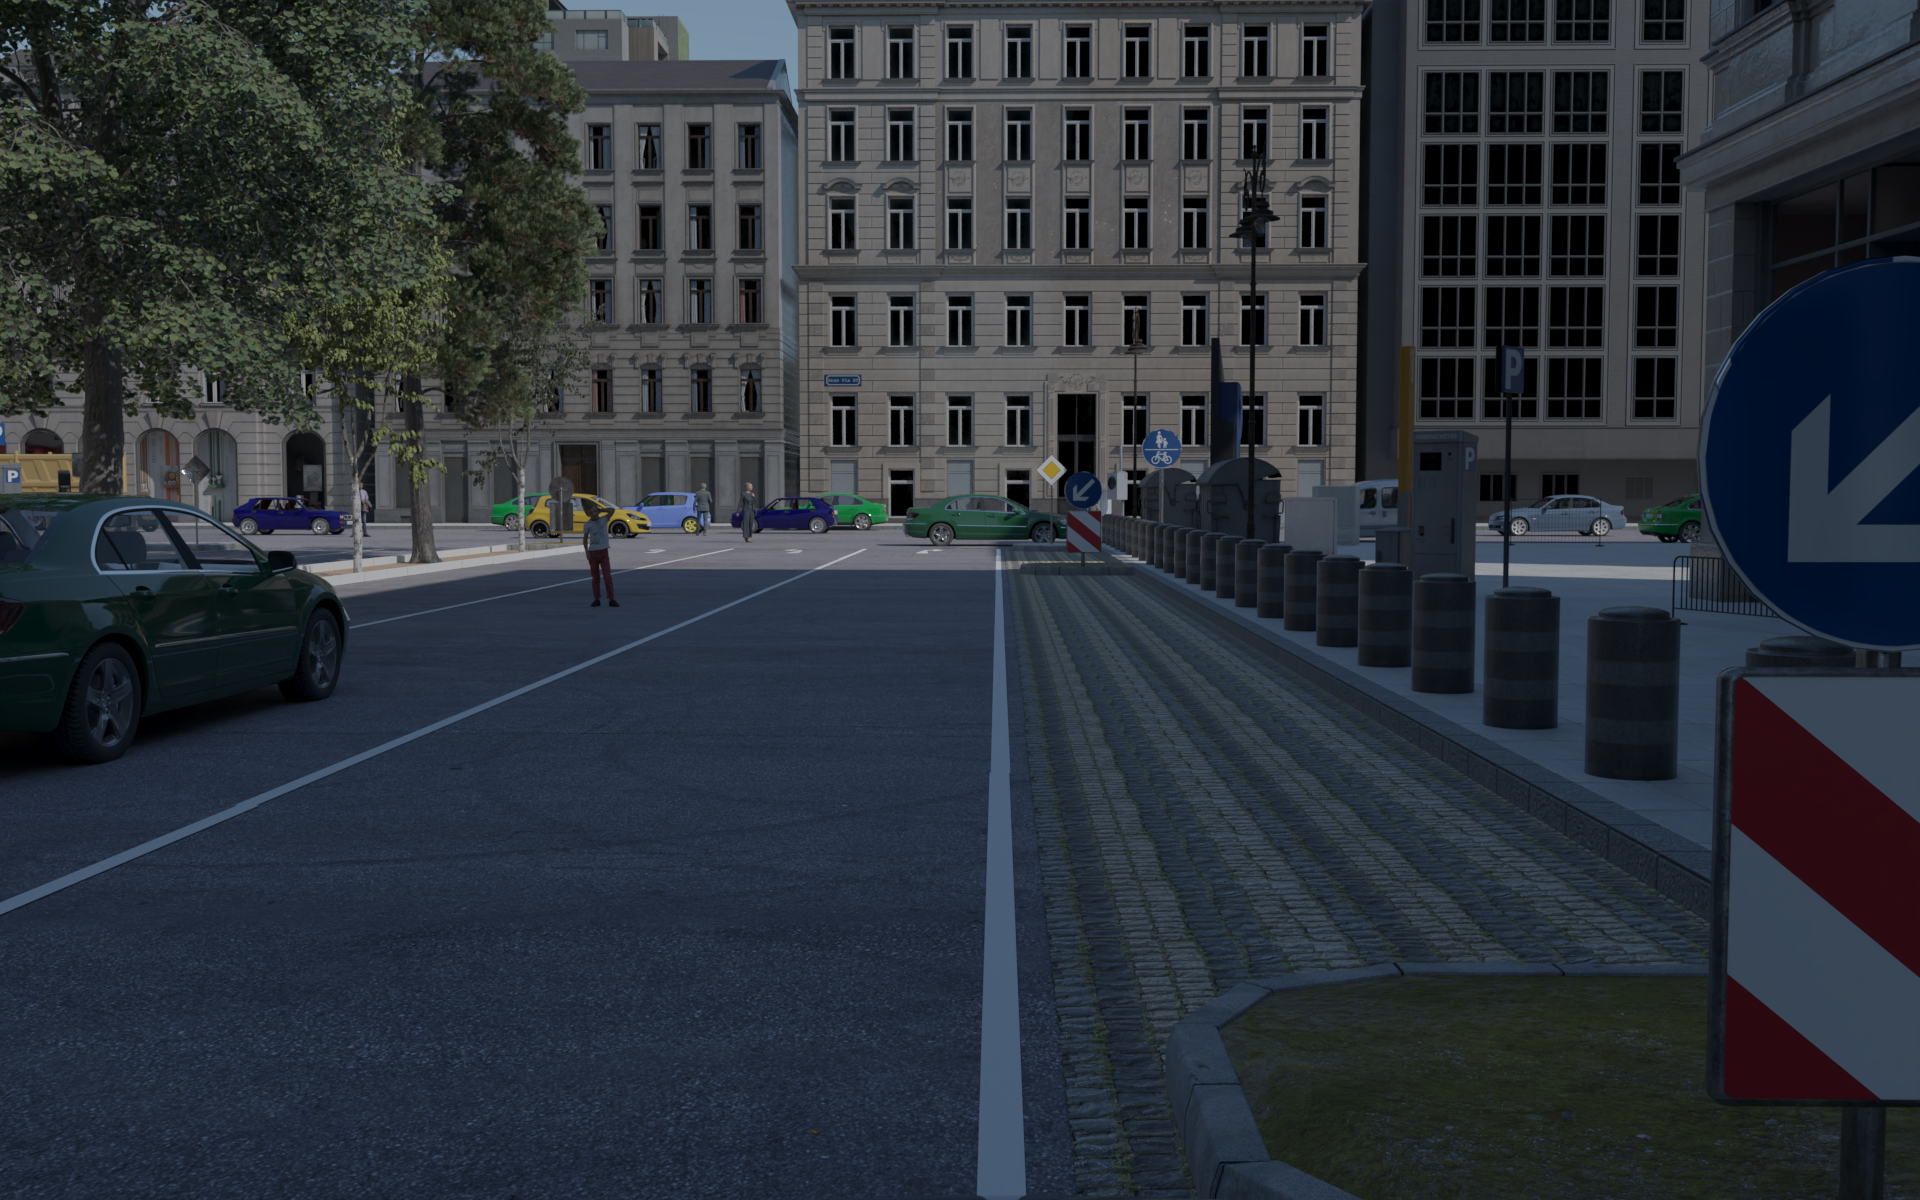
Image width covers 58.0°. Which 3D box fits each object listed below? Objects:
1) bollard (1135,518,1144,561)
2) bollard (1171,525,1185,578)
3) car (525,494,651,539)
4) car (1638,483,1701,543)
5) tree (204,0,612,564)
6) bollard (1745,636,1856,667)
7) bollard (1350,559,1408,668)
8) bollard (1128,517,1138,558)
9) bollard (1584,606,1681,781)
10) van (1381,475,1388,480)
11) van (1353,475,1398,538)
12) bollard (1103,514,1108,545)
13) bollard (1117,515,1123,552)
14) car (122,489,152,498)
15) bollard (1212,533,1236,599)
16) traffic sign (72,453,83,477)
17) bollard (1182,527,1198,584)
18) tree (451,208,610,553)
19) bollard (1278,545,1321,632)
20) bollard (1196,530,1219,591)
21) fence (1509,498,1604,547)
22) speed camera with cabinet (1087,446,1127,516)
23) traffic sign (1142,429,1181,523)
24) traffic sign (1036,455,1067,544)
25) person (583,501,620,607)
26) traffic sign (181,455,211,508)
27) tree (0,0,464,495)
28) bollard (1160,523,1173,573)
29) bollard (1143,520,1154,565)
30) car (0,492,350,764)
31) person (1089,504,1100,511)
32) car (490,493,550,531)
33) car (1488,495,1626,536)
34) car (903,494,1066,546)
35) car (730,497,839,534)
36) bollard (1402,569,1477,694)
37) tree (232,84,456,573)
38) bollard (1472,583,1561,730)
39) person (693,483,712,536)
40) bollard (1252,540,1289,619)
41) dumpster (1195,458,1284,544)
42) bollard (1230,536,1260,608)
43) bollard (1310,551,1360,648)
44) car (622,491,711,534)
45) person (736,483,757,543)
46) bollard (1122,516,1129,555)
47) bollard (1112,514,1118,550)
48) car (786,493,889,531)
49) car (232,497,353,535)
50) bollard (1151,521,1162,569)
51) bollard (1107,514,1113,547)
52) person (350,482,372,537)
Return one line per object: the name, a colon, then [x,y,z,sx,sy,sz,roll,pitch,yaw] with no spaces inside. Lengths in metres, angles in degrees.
bollard: [3.627,-1.133,33.235,0.404,0.777,0.398,0,3,0]
bollard: [3.482,-0.720,26.493,0.404,0.777,0.398,0,3,0]
car: [-12.058,-2.817,56.288,3.980,1.641,2.015,0,4,3]
car: [21.808,-2.470,49.180,4.718,1.807,1.959,0,4,1]
tree: [-11.230,-7.680,35.456,7.806,13.903,7.818,0,3,0]
bollard: [3.036,0.519,6.234,0.404,0.777,0.398,0,3,0]
bollard: [3.187,0.107,12.966,0.404,0.777,0.398,0,3,0]
bollard: [3.664,-1.236,34.919,0.404,0.777,0.398,0,3,0]
bollard: [3.072,0.416,7.914,0.404,0.777,0.398,0,3,0]
van: [12.797,-2.773,52.353,4.112,2.044,2.013,0,4,0]
van: [10.987,-2.453,47.112,4.112,2.044,2.013,0,4,0]
bollard: [3.853,-1.752,43.369,0.404,0.777,0.398,0,3,0]
bollard: [3.741,-1.442,38.294,0.404,0.777,0.398,0,3,0]
car: [-32.346,-3.405,65.452,4.222,1.686,2.009,0,4,2]
bollard: [3.370,-0.409,21.411,0.404,0.777,0.398,0,3,0]
traffic sign: [-21.608,-2.482,42.707,0.606,2.300,0.079,1,4,8]
bollard: [3.441,-0.616,24.796,0.404,0.777,0.398,0,3,0]
tree: [-10.587,-5.441,41.775,4.360,8.622,3.978,0,3,0]
bollard: [3.260,-0.099,16.333,0.404,0.777,0.398,0,3,0]
bollard: [3.412,-0.513,23.102,0.404,0.777,0.398,0,3,0]
fence: [14.733,-1.936,42.862,2.264,1.192,0.480,2,4,23]
speed camera with cabinet: [6.028,-4.695,71.096,0.660,3.252,2.038,-2,4,-32]
traffic sign: [3.947,-2.069,33.937,0.768,2.556,0.104,1,4,8]
traffic sign: [2.330,-2.473,44.080,0.795,2.450,0.064,0,4,1]
person: [-4.575,-0.590,22.063,0.435,1.345,0.340,-1,4,-16]
traffic sign: [-19.659,-2.504,44.581,0.795,2.450,0.064,0,4,1]
tree: [-10.749,-6.867,21.382,9.857,13.997,8.962,0,3,0]
bollard: [3.516,-0.824,28.194,0.404,0.777,0.398,0,3,0]
bollard: [3.591,-1.030,31.555,0.404,0.777,0.398,0,3,0]
car: [-5.382,0.070,10.650,2.131,1.459,4.920,0,4,2]
person: [5.053,-3.198,65.062,0.475,1.303,0.640,2,4,30]
car: [-15.774,-3.569,67.145,4.718,1.807,1.959,0,4,1]
car: [20.455,-2.901,59.431,4.499,1.417,2.014,0,4,2]
car: [0.863,-2.224,48.165,4.920,1.459,2.131,0,4,1]
car: [-6.396,-3.101,63.277,3.894,1.354,1.945,0,4,3]
bollard: [3.149,0.211,11.274,0.404,0.777,0.398,0,3,0]
tree: [-10.297,-4.674,29.235,4.737,8.622,4.395,0,3,0]
bollard: [3.110,0.313,9.594,0.404,0.777,0.398,0,3,0]
person: [-8.858,-3.114,59.585,0.661,1.801,0.590,-1,4,-11]
bollard: [3.298,-0.202,18.018,0.404,0.777,0.398,0,3,0]
dumpster: [4.557,-1.376,28.257,1.264,1.857,1.865,0,4,1]
bollard: [3.334,-0.306,19.716,0.404,0.777,0.398,0,3,0]
bollard: [3.220,0.004,14.646,0.404,0.777,0.398,0,3,0]
car: [-10.939,-3.262,62.920,3.694,1.707,1.945,0,4,0]
person: [-6.320,-2.593,51.313,0.534,1.772,0.576,2,4,33]
bollard: [3.702,-1.339,36.614,0.404,0.777,0.398,0,3,0]
bollard: [3.780,-1.545,39.974,0.404,0.777,0.398,0,3,0]
car: [-5.182,-3.653,68.529,4.718,1.807,1.959,0,4,0]
car: [-23.377,-2.952,60.846,3.894,1.354,1.945,0,4,0]
bollard: [3.558,-0.927,29.875,0.404,0.777,0.398,0,3,0]
bollard: [3.815,-1.649,41.675,0.404,0.777,0.398,0,3,0]
person: [-19.835,-2.996,57.346,0.709,1.838,0.599,-3,4,-37]
